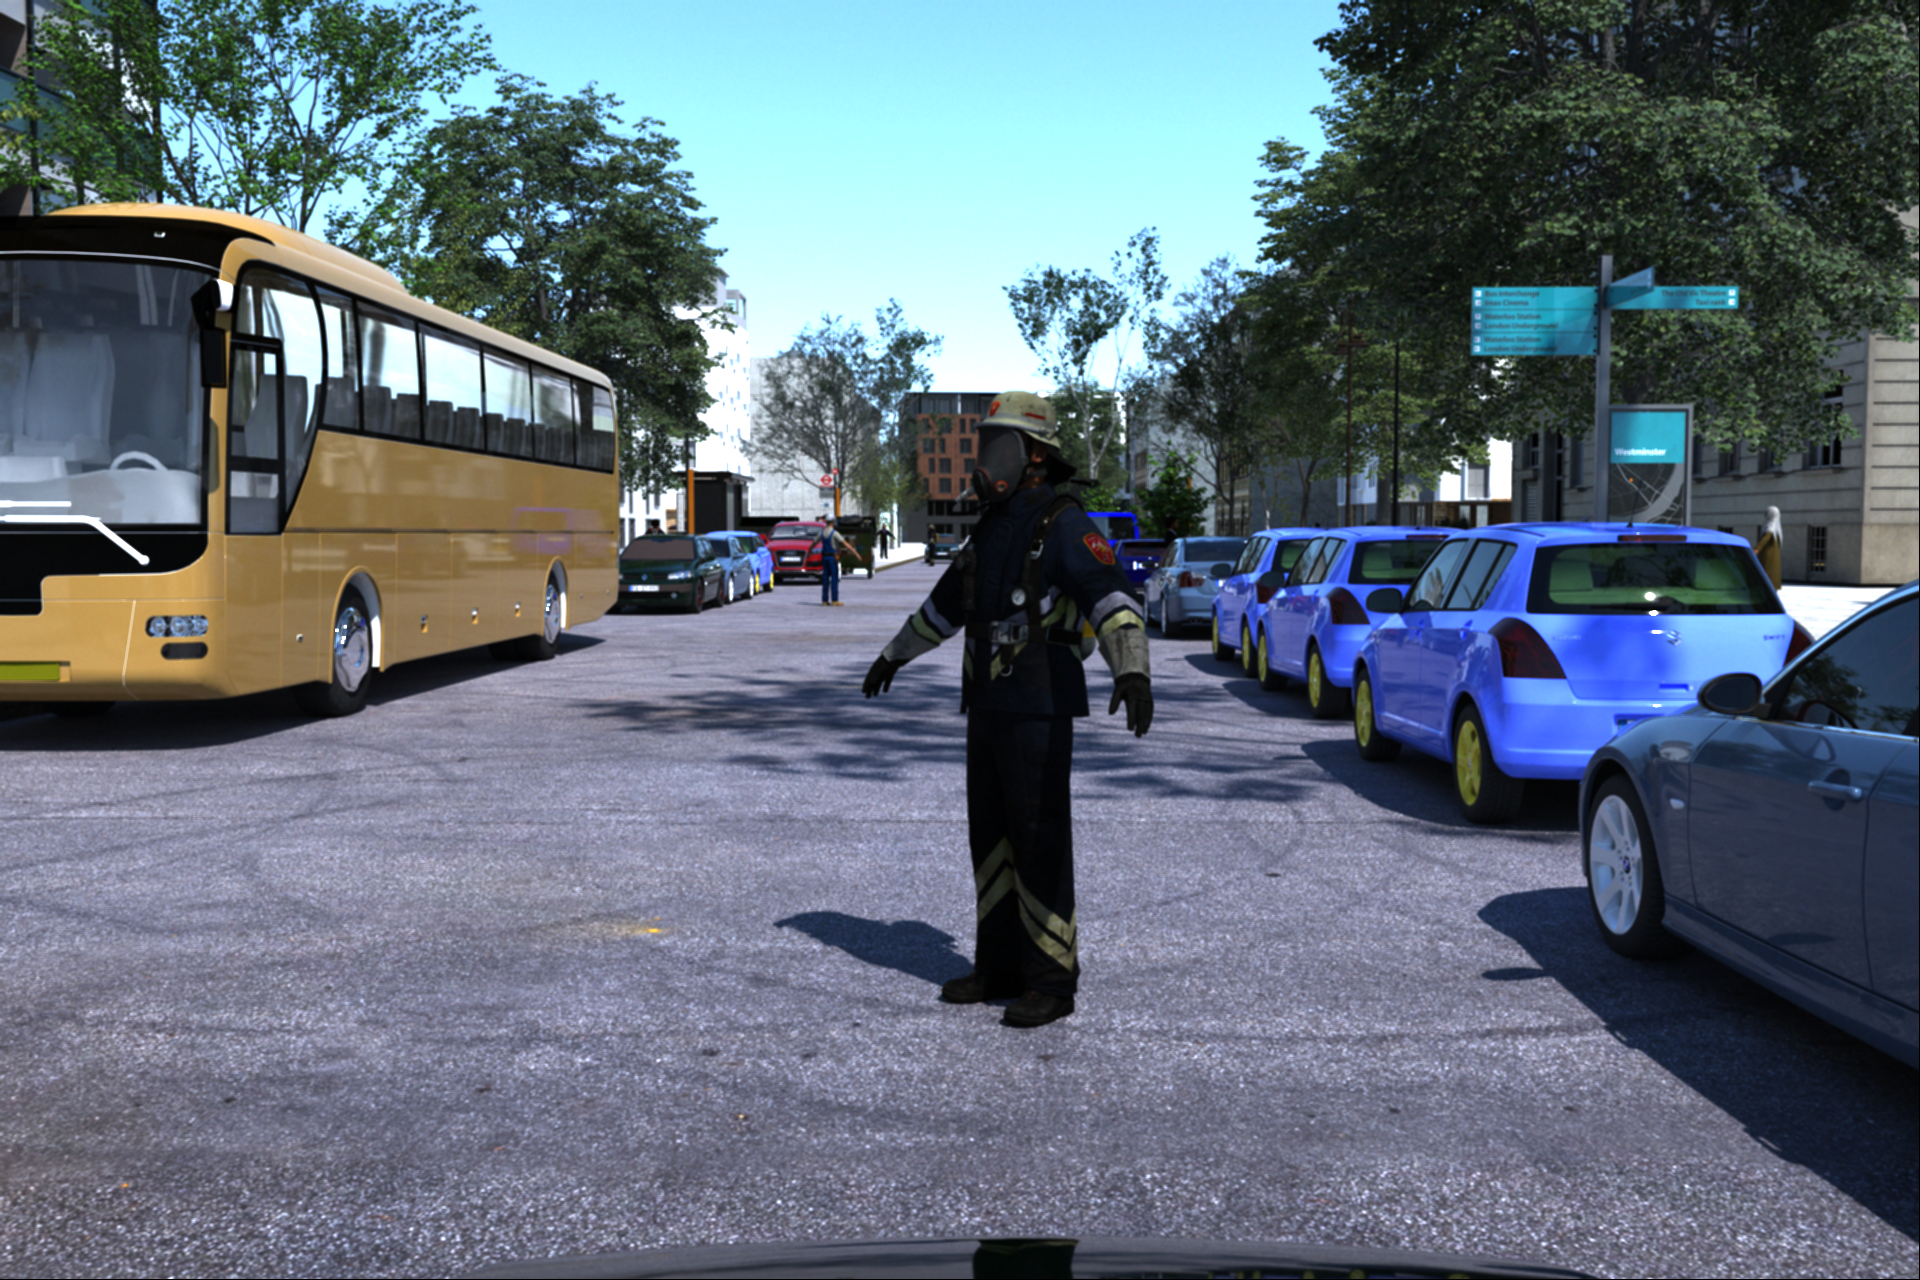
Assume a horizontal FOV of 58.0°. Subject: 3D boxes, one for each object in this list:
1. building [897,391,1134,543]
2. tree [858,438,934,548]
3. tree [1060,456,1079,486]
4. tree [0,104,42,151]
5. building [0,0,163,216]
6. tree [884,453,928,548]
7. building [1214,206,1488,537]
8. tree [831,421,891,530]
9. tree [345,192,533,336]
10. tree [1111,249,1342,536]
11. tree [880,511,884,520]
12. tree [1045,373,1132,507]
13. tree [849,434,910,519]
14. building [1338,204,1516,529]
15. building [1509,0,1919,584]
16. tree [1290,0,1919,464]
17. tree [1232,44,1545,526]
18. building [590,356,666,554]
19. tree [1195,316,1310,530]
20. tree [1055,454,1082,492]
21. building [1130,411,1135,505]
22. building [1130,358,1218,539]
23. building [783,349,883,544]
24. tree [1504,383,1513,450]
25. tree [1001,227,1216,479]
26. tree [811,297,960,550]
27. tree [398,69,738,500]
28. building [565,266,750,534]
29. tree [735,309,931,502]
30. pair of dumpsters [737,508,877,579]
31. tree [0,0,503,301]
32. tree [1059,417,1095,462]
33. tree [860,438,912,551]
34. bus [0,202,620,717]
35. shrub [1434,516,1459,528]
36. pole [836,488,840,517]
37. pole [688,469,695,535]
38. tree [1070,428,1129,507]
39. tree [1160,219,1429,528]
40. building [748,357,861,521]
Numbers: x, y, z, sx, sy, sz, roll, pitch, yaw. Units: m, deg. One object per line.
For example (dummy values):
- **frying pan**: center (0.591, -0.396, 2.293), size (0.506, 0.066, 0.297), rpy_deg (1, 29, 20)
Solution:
- **building**: center (7.598, -25.228, 258.903), size (32.646, 21.610, 27.936), rpy_deg (0, 4, -5)
- **tree**: center (-6.060, -13.976, 162.926), size (7.601, 10.594, 8.767), rpy_deg (-1, 4, -16)
- **tree**: center (10.116, -12.380, 152.770), size (4.737, 8.622, 4.395), rpy_deg (0, 3, 0)
- **tree**: center (-12.276, -4.171, 18.562), size (4.737, 8.622, 4.395), rpy_deg (0, 3, 0)
- **building**: center (-29.292, -12.973, 18.681), size (21.656, 26.213, 47.522), rpy_deg (0, 4, 2)
- **tree**: center (-5.550, -12.500, 154.736), size (4.360, 8.622, 3.978), rpy_deg (0, 3, 0)
- **building**: center (27.999, -17.615, 118.929), size (19.493, 23.208, 18.063), rpy_deg (0, 4, 1)
- **tree**: center (-6.374, -9.947, 112.996), size (4.360, 8.622, 3.978), rpy_deg (0, 3, 0)
- **tree**: center (-11.294, -5.305, 37.096), size (4.737, 8.622, 4.395), rpy_deg (0, 3, 0)
- **tree**: center (11.798, -10.111, 75.677), size (12.009, 13.543, 11.850), rpy_deg (0, 3, 0)
- **tree**: center (-14.458, -19.921, 260.112), size (7.601, 10.594, 8.767), rpy_deg (0, 4, 7)
- **tree**: center (9.168, -14.104, 137.262), size (9.857, 13.997, 8.962), rpy_deg (0, 3, 0)
- **tree**: center (-6.236, -10.374, 119.984), size (4.360, 8.622, 3.978), rpy_deg (0, 3, 0)
- **building**: center (27.272, -14.899, 100.013), size (16.016, 20.090, 11.380), rpy_deg (0, 4, 2)
- **building**: center (28.986, -13.606, 54.487), size (16.112, 23.069, 30.059), rpy_deg (0, 4, 1)
- **tree**: center (9.062, -7.106, 22.832), size (9.857, 13.997, 8.962), rpy_deg (0, 3, 0)
- **tree**: center (10.076, -7.492, 40.625), size (7.486, 12.596, 7.792), rpy_deg (0, 3, 0)
- **building**: center (-20.572, -9.366, 95.283), size (9.099, 9.664, 28.070), rpy_deg (0, 4, 2)
- **tree**: center (10.507, -6.585, 58.033), size (4.360, 8.622, 3.978), rpy_deg (0, 3, 0)
- **tree**: center (9.443, -12.031, 147.066), size (4.360, 8.622, 3.978), rpy_deg (0, 3, 0)
- **building**: center (31.765, -22.044, 226.871), size (16.747, 18.905, 31.486), rpy_deg (0, 4, 2)
- **building**: center (29.937, -22.472, 198.338), size (19.493, 23.208, 18.063), rpy_deg (0, 4, 1)
- **building**: center (-19.702, -23.442, 214.198), size (19.493, 23.208, 18.063), rpy_deg (0, 4, 1)
- **tree**: center (29.343, -10.260, 78.119), size (12.009, 13.543, 11.850), rpy_deg (0, 3, 0)
- **tree**: center (9.272, -15.348, 106.822), size (12.611, 20.169, 13.585), rpy_deg (0, 3, 0)
- **tree**: center (-6.365, -17.468, 141.485), size (12.611, 20.169, 13.585), rpy_deg (0, 3, 0)
- **tree**: center (-10.764, -8.609, 47.411), size (9.857, 13.997, 8.962), rpy_deg (0, 3, 0)
- **building**: center (-21.965, -16.349, 123.730), size (16.016, 20.090, 11.380), rpy_deg (0, 4, 2)
- **tree**: center (-6.752, -11.258, 94.434), size (12.009, 13.543, 11.850), rpy_deg (0, 3, 0)
- **pair of dumpsters**: center (-4.903, -3.093, 55.514), size (4.436, 2.255, 1.574), rpy_deg (0, 4, 2)
- **tree**: center (-11.870, -6.307, 28.873), size (9.928, 11.665, 9.643), rpy_deg (0, 3, 0)
- **tree**: center (10.684, -15.312, 168.474), size (7.486, 12.596, 7.792), rpy_deg (0, 3, 0)
- **tree**: center (-5.893, -10.961, 129.568), size (4.737, 8.622, 4.395), rpy_deg (0, 3, 0)
- **bus**: center (-5.891, -1.547, 16.835), size (2.896, 3.916, 12.252), rpy_deg (0, 4, 1)
- **shrub**: center (19.365, -3.942, 68.868), size (1.690, 2.028, 1.600), rpy_deg (0, 3, 0)
- **pole**: center (-5.423, -5.085, 76.988), size (0.158, 3.312, 0.155), rpy_deg (0, 3, 0)
- **pole**: center (-8.430, -3.702, 54.375), size (0.158, 3.312, 0.155), rpy_deg (0, 3, 0)
- **tree**: center (8.958, -10.220, 117.467), size (4.360, 8.622, 3.978), rpy_deg (0, 3, 0)
- **tree**: center (10.062, -7.118, 50.798), size (8.767, 10.594, 7.601), rpy_deg (0, 4, 7)
- **building**: center (-20.382, -19.740, 189.214), size (16.747, 18.905, 31.486), rpy_deg (0, 4, 1)
